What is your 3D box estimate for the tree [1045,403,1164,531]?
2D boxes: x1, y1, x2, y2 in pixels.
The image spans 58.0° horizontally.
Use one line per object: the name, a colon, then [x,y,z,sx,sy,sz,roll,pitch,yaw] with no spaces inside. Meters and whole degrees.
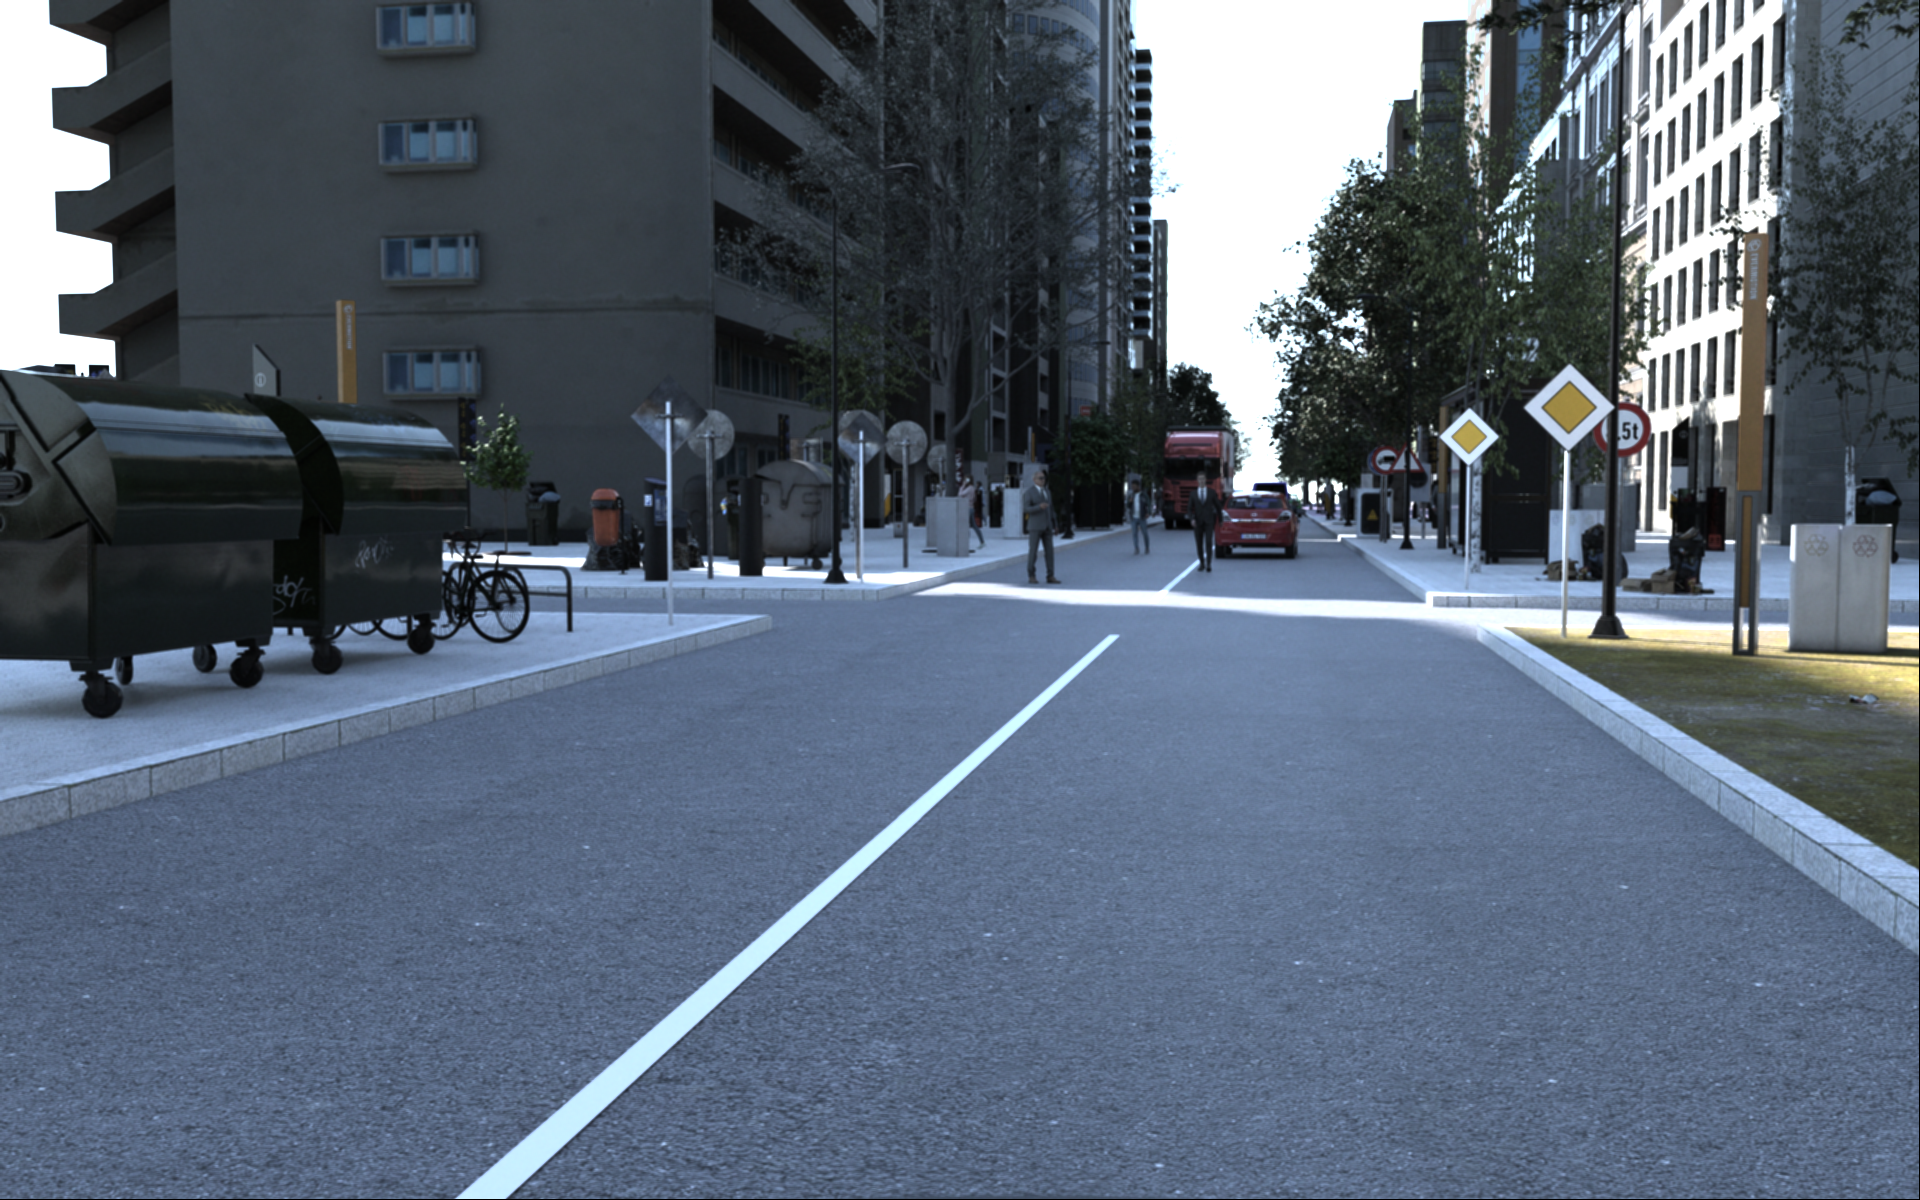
tree: [4.650,-4.735,61.134,4.285,4.588,4.351,0,3,0]

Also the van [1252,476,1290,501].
van: [15.862,-5.166,88.842,2.240,2.365,5.245,1,4,9]

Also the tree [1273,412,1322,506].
tree: [38.632,-16.742,191.862,7.486,12.596,7.792,0,3,0]

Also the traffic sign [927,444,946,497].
traffic sign: [-0.483,-2.693,44.135,0.768,2.556,0.104,1,4,14]

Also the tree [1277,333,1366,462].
tree: [27.420,-13.365,128.891,12.009,13.543,11.850,0,3,0]

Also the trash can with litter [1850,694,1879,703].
trash can with litter: [6.232,0.077,9.800,1.678,1.210,2.233,-2,4,-27]

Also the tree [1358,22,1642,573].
tree: [8.630,-4.742,27.898,4.737,8.622,4.395,0,3,0]

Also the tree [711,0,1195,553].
tree: [-0.096,-7.787,37.680,12.009,13.543,11.850,0,3,0]

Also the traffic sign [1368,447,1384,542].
traffic sign: [11.361,-2.847,46.652,0.768,2.556,0.104,1,4,15]

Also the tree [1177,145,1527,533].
tree: [13.973,-8.562,57.001,9.611,12.733,9.660,0,3,0]

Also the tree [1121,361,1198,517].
tree: [10.934,-8.889,95.701,4.360,8.622,3.978,0,3,0]

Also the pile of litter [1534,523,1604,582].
pile of litter: [9.299,-0.735,25.975,1.719,0.858,1.176,-1,4,-21]

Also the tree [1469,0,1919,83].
tree: [5.188,-4.434,6.917,8.767,10.594,7.601,-3,5,-39]

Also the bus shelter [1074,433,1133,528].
bus shelter: [5.628,-4.672,67.668,1.731,3.624,6.357,1,4,10]

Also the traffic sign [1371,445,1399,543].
traffic sign: [11.159,-2.768,45.371,0.768,2.556,0.104,1,4,13]

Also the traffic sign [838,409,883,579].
traffic sign: [-1.536,-1.592,26.128,0.768,2.556,0.104,1,4,12]

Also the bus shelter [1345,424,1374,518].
bus shelter: [21.601,-7.038,92.703,2.179,5.291,8.768,1,4,10]

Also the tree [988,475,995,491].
tree: [0.907,-6.272,97.141,1.663,3.219,1.824,0,3,0]

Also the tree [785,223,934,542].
tree: [-2.822,-5.866,46.268,4.737,8.622,4.395,0,3,0]

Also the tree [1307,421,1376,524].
tree: [16.678,-5.512,73.835,4.285,4.588,4.351,0,3,0]

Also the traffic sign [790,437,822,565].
traffic sign: [-2.779,-1.778,31.207,0.606,2.300,0.079,1,4,15]

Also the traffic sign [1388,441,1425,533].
traffic sign: [10.977,-2.608,42.650,0.884,2.594,0.081,1,4,12]

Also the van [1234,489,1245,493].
van: [21.361,-7.778,134.175,2.013,2.044,4.112,1,4,11]

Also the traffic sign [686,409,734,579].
traffic sign: [-3.769,-1.589,26.086,0.768,2.556,0.104,1,4,12]

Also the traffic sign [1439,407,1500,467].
traffic sign: [6.839,-1.288,23.247,0.795,2.593,0.064,1,4,10]

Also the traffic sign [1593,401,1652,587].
traffic sign: [9.128,-1.458,23.944,0.768,2.556,0.104,1,4,15]

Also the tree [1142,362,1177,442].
tree: [19.262,-13.991,145.765,9.611,12.733,9.660,0,3,0]

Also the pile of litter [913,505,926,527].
pile of litter: [-1.149,-3.338,68.544,1.719,0.858,1.176,-2,4,-29]

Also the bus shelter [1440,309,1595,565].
bus shelter: [11.096,-3.536,35.438,2.179,5.291,8.768,1,4,10]

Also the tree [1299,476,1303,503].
tree: [18.639,-7.934,80.076,4.737,8.622,4.395,0,3,0]

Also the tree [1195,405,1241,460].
tree: [27.132,-16.228,191.079,9.928,11.665,9.643,0,3,0]

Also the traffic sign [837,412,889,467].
traffic sign: [-1.418,-1.380,24.760,0.795,2.593,0.064,1,4,10]

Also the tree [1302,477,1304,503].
tree: [47.113,-17.501,236.498,4.360,8.622,3.978,0,3,0]

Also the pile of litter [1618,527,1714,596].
pile of litter: [9.248,-0.532,22.664,1.176,0.858,1.719,2,4,25]

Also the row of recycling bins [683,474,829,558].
row of recycling bins: [-4.233,-1.741,35.575,3.534,1.692,1.069,2,4,29]

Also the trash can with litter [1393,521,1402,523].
trash can with litter: [19.687,-4.069,77.910,0.624,1.170,1.055,3,5,44]

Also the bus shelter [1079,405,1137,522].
bus shelter: [6.904,-6.293,80.520,2.179,5.291,8.768,1,4,10]

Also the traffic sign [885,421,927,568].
traffic sign: [-0.946,-1.831,30.045,0.768,2.556,0.104,1,4,15]

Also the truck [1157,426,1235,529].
truck: [10.204,-5.191,73.782,2.839,4.237,11.283,1,4,11]

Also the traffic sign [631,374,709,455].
traffic sign: [-2.843,-0.900,16.902,0.795,2.593,0.064,1,4,10]

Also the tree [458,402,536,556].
tree: [-9.580,-2.567,36.564,1.663,3.219,1.824,0,3,0]

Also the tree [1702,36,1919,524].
tree: [14.227,-4.726,27.639,4.360,8.622,3.978,0,3,0]

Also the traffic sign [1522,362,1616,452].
traffic sign: [5.413,-0.807,15.390,0.795,2.593,0.064,1,4,10]

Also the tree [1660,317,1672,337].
tree: [14.833,-5.645,42.654,4.737,8.622,4.395,0,3,0]

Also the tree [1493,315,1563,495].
tree: [21.495,-7.100,66.443,4.360,8.622,3.978,0,3,0]

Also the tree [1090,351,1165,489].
tree: [8.635,-8.443,88.412,4.737,8.622,4.395,0,3,0]

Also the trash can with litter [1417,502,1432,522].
trash can with litter: [21.399,-4.128,78.874,1.055,1.170,0.624,-1,4,-20]
